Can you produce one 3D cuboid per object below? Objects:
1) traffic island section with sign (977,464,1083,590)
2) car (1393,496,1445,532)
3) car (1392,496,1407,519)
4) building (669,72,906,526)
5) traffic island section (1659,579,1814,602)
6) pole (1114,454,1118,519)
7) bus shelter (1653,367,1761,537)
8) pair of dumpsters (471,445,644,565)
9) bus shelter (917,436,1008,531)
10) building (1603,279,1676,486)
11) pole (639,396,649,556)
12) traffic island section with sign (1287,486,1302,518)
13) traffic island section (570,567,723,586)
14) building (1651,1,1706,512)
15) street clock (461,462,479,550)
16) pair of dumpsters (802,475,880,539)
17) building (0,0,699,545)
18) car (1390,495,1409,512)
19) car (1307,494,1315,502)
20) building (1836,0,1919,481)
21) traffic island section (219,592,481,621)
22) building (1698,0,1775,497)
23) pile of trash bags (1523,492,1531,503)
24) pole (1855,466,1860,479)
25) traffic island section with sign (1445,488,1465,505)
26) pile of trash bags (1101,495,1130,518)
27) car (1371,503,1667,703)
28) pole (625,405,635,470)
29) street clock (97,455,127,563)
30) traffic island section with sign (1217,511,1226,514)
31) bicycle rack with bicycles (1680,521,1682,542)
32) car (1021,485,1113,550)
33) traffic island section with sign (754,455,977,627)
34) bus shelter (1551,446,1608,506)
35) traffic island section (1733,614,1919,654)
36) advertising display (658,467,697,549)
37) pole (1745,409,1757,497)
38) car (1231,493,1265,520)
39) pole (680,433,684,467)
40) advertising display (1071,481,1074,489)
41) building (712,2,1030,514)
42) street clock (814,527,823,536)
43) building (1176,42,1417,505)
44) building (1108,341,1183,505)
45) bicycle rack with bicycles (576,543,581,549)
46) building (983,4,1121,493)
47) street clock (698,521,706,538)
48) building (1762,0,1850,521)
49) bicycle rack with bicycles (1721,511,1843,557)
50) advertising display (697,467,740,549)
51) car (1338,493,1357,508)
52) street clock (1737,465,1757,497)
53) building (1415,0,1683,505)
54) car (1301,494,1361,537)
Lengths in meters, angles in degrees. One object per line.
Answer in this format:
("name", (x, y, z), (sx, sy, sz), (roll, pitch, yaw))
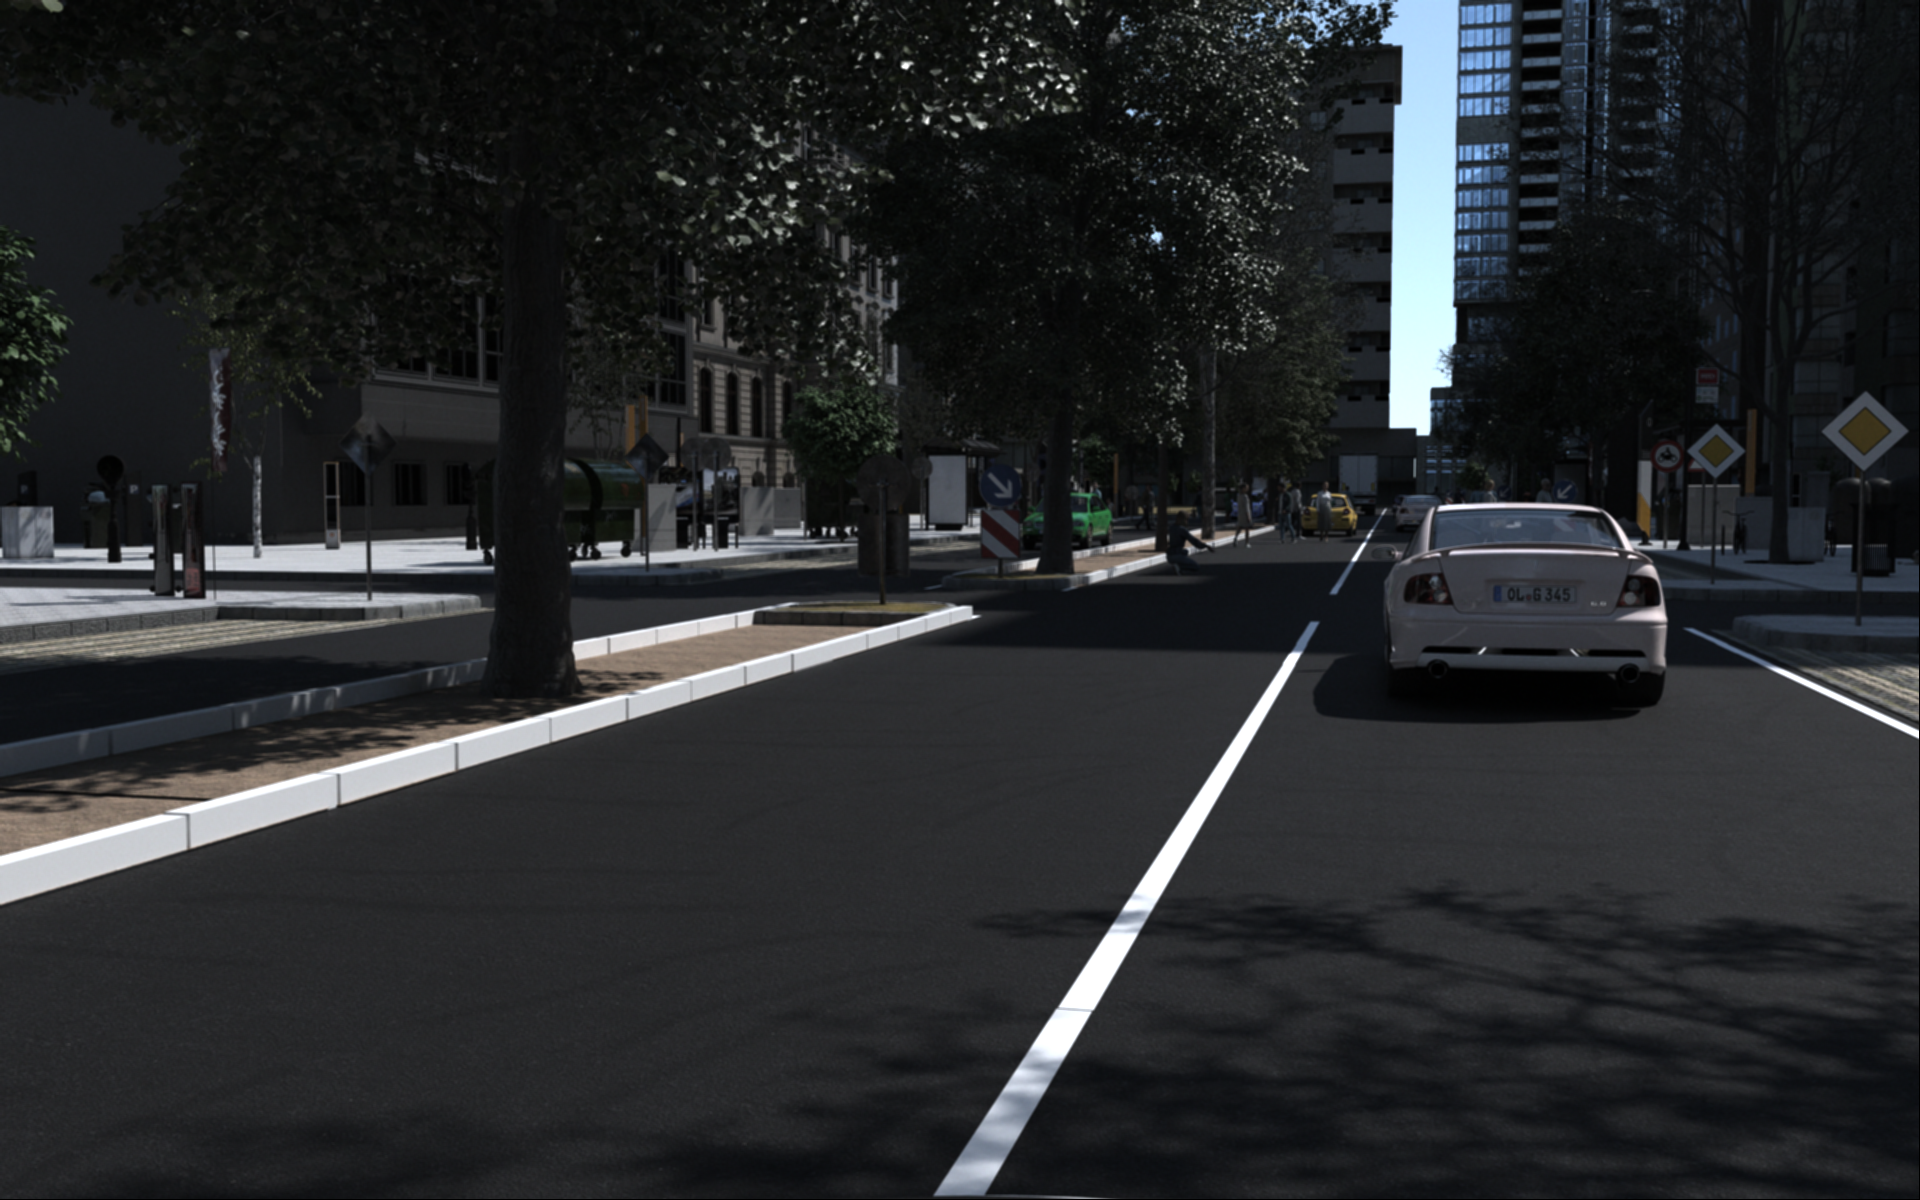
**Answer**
("traffic island section with sign", (0.768, -1.139, 26.760), (2.006, 1.907, 1.989), (1, 4, 14))
("car", (17.702, -3.313, 66.524), (2.083, 1.381, 4.827), (1, 4, 13))
("car", (26.435, -5.469, 101.994), (1.945, 1.354, 3.894), (1, 4, 14))
("building", (-12.577, -16.195, 83.867), (14.460, 24.649, 34.723), (1, 4, 14))
("traffic island section", (10.714, -0.143, 24.619), (2.009, 0.180, 2.903), (1, 4, 14))
("pole", (7.868, -5.721, 87.376), (0.158, 3.312, 0.155), (0, 3, 0))
("bus shelter", (22.347, -4.590, 52.680), (2.179, 5.291, 8.768), (1, 4, 14))
("pair of dumpsters", (-7.656, -1.877, 33.176), (1.574, 2.255, 4.437), (1, 4, 14))
("bus shelter", (0.141, -4.212, 62.785), (2.014, 3.302, 5.546), (1, 4, 14))
("building", (67.680, -18.036, 139.930), (27.650, 21.520, 28.899), (1, 4, 14))
("pole", (-6.563, -2.576, 35.959), (0.158, 3.312, 0.155), (0, 3, 0))
("traffic island section with sign", (19.067, -5.597, 99.645), (2.006, 1.907, 1.989), (1, 4, 14))
("traffic island section", (-5.184, -0.387, 28.603), (2.009, 0.180, 2.903), (1, 4, 14))
("building", (58.296, -41.409, 115.289), (20.563, 71.187, 20.611), (1, 4, 14))
("street clock", (-11.216, -2.150, 39.722), (0.471, 2.002, 0.358), (3, 5, 44))
("pair of dumpsters", (-3.322, -2.985, 51.298), (1.574, 2.255, 4.437), (1, 4, 14))
("building", (-19.322, -16.008, 55.239), (14.314, 27.812, 24.014), (1, 4, 14))
("car", (35.166, -7.635, 137.405), (1.945, 1.354, 3.894), (1, 4, 12))
("car", (19.527, -5.126, 92.611), (1.959, 1.807, 4.718), (1, 4, 14))
("building", (39.988, -17.817, 63.017), (14.160, 30.474, 14.107), (1, 4, 14))
("traffic island section", (-7.129, 0.087, 20.858), (2.009, 0.180, 2.903), (1, 4, 14))
("building", (51.089, -27.457, 99.034), (14.600, 45.320, 14.200), (1, 4, 14))
("pile of trash bags", (29.905, -4.837, 88.830), (1.912, 1.369, 3.447), (-1, 4, -14))
("pole", (29.737, -3.883, 57.337), (0.158, 3.312, 0.155), (0, 3, 0))
("traffic island section with sign", (35.667, -7.050, 123.901), (1.989, 1.847, 2.006), (1, 4, 14))
("pile of trash bags", (8.302, -5.210, 94.931), (3.447, 1.369, 1.912), (-3, 5, -42))
("car", (4.247, -0.065, 13.420), (2.083, 1.381, 4.827), (1, 4, 14))
("pole", (-7.565, -2.809, 39.778), (0.158, 3.312, 0.155), (0, 3, 0))
("street clock", (-15.816, -1.699, 32.349), (0.471, 2.002, 0.358), (-1, 4, -10))
("traffic island section with sign", (19.941, -7.254, 127.226), (1.989, 1.847, 2.006), (1, 4, 14))
("bicycle rack with bicycles", (20.394, -1.980, 45.762), (2.852, 0.926, 2.925), (-1, 4, -16))
("car", (2.891, -2.280, 46.078), (1.959, 1.807, 4.718), (1, 4, 16))
("traffic island section with sign", (-1.047, -0.700, 19.578), (2.006, 1.907, 1.989), (1, 4, 14))
("bus shelter", (26.550, -4.932, 74.554), (2.014, 3.302, 5.546), (1, 4, 14))
("traffic island section", (8.768, 0.331, 16.874), (2.009, 0.180, 2.903), (1, 4, 14))
("advertising display", (-6.577, -2.167, 40.645), (0.974, 1.923, 0.123), (-1, 4, -22))
("pole", (19.049, -2.930, 41.753), (0.158, 3.312, 0.155), (0, 3, 0))
("car", (16.176, -5.375, 97.476), (1.945, 1.707, 3.694), (1, 4, 13))
("pole", (-9.338, -3.921, 57.946), (0.158, 3.312, 0.155), (0, 3, 0))
("advertising display", (5.312, -5.066, 88.048), (0.974, 1.923, 0.123), (1, 4, 12))
("building", (-11.705, -26.164, 119.655), (32.217, 40.220, 23.993), (1, 4, 14))
("street clock", (-4.297, -2.933, 52.529), (0.358, 2.002, 0.471), (-2, 4, -30))
("building", (40.237, -37.717, 205.904), (27.495, 52.752, 28.713), (1, 4, 14))
("building", (12.796, -22.526, 213.342), (28.899, 21.520, 27.650), (1, 4, 14))
("bicycle rack with bicycles", (-9.753, -1.738, 41.799), (2.852, 0.926, 2.925), (0, 4, 3))
("building", (-0.436, -34.688, 156.393), (27.495, 52.752, 28.713), (1, 4, 14))
("street clock", (-7.581, -2.828, 50.808), (0.471, 2.002, 0.358), (3, 5, 42))
("building", (47.570, -24.557, 85.094), (14.154, 41.232, 14.086), (1, 4, 14))
("bicycle rack with bicycles", (17.369, -1.438, 36.901), (2.852, 0.926, 2.925), (2, 4, 24))
("advertising display", (-5.630, -2.166, 40.628), (0.974, 1.923, 0.123), (-2, 4, -34))
("car", (24.384, -6.241, 110.841), (1.959, 1.807, 4.718), (1, 4, 14))
("street clock", (19.880, -2.400, 43.804), (0.358, 2.002, 0.471), (-1, 4, -15))
("building", (67.770, -53.931, 194.445), (31.000, 86.520, 22.319), (1, 4, 14))
("car", (12.725, -3.016, 59.542), (2.015, 1.641, 3.980), (1, 4, 16))
